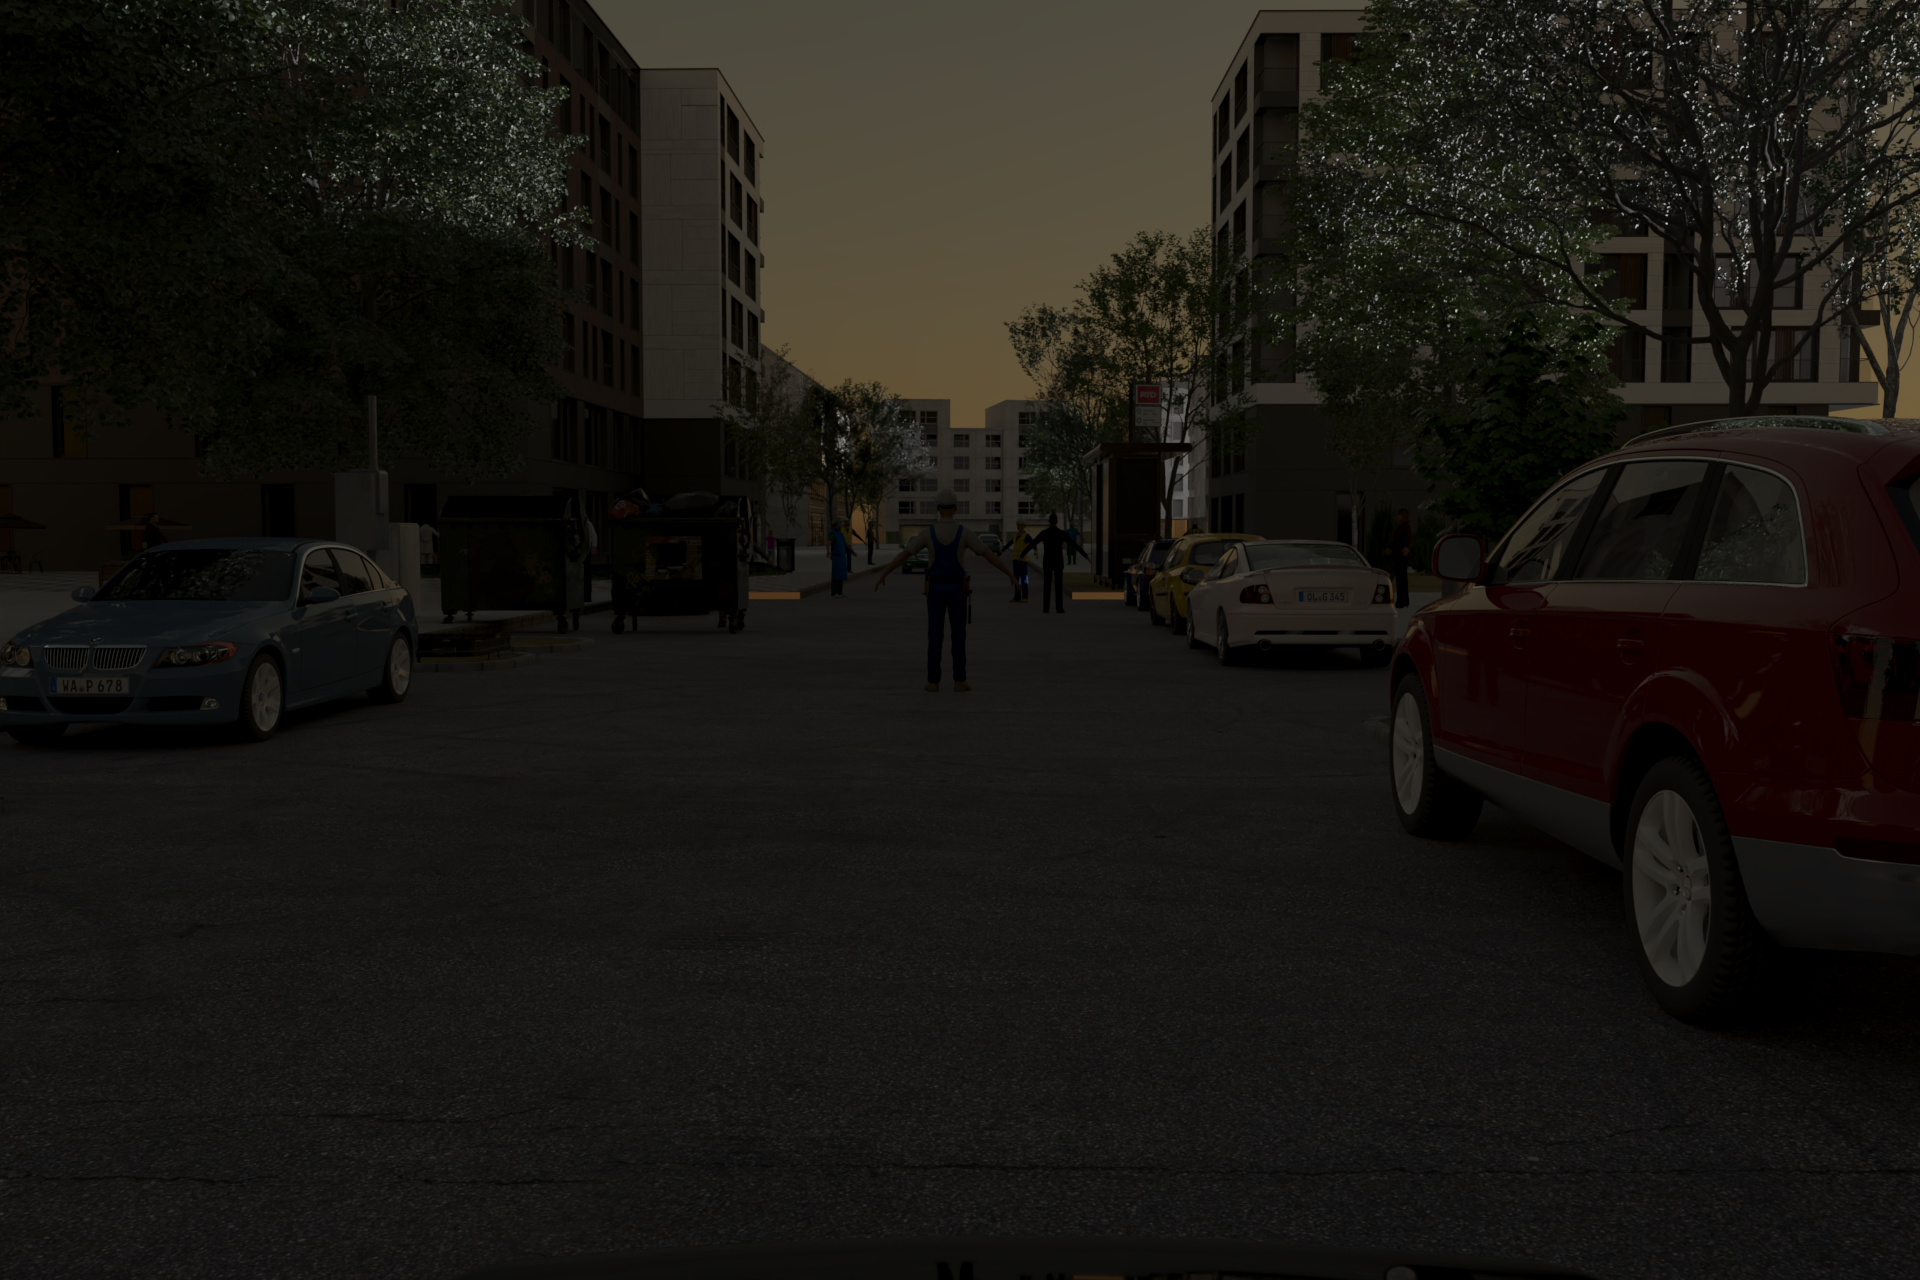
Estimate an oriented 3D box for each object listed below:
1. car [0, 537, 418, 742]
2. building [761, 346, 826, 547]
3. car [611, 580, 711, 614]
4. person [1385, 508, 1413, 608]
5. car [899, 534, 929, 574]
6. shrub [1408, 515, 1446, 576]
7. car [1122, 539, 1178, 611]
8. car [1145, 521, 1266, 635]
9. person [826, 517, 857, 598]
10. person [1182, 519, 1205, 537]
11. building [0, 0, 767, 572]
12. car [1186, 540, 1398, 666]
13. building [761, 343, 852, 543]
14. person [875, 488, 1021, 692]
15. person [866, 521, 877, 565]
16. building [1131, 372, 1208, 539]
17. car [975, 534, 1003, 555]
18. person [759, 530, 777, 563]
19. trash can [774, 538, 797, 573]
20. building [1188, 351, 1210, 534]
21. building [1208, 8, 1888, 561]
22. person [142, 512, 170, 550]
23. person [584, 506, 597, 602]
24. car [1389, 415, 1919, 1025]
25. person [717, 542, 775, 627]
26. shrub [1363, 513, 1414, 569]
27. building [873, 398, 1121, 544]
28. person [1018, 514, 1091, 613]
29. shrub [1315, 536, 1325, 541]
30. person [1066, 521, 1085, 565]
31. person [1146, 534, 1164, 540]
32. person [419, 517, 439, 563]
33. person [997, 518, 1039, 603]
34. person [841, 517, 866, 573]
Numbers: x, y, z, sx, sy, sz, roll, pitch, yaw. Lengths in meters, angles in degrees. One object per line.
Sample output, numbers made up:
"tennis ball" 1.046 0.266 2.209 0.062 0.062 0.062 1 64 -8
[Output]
"car" -5.624 -0.088 13.445 2.014 1.417 4.499 0 4 1
"building" -24.216 -21.445 181.555 19.493 23.208 18.063 0 4 1
"car" -5.291 -1.365 32.109 2.009 1.686 4.222 0 4 1
"person" 7.580 -1.418 29.991 0.721 1.729 1.215 0 4 -1
"car" -1.168 -3.175 63.709 2.131 1.459 4.920 0 4 1
"shrub" 14.576 -3.006 53.562 1.690 2.028 1.600 0 3 0
"car" 4.163 -1.282 33.535 1.945 1.354 3.894 0 3 0
"car" 3.851 -0.966 26.013 2.015 1.641 3.980 0 4 0
"person" -2.726 -1.864 39.053 0.704 1.817 1.347 2 4 23
"person" 9.076 -3.738 66.884 1.354 1.858 0.705 1 4 15
"building" -24.574 -14.105 74.588 27.936 21.610 32.646 0 4 2
"car" 3.769 -0.479 20.191 2.083 1.381 4.827 0 4 1
"building" -22.808 -22.772 203.244 19.493 23.208 18.063 0 4 2
"person" -0.118 -0.459 15.819 1.347 1.847 0.705 0 4 3
"person" -3.715 -4.059 72.493 0.705 1.813 1.348 -1 4 -16
"building" 24.861 -21.142 202.097 16.016 20.090 11.380 0 4 1
"car" 1.917 -6.446 117.395 2.014 1.417 4.499 0 4 0
"person" -6.356 -3.008 58.452 0.991 1.433 0.599 1 4 20
"trash can" -5.786 -2.806 57.523 0.748 1.137 0.748 0 3 0
"building" 28.896 -19.756 179.429 16.016 20.090 11.380 0 4 1
"building" 25.780 -14.686 84.087 27.936 21.610 32.646 0 4 1
"person" -19.764 -2.227 42.542 0.704 1.812 1.346 0 4 2
"person" -7.125 -1.620 32.650 0.704 1.810 1.344 -3 4 -38
"car" 3.109 0.128 6.586 2.281 1.827 5.304 0 4 1
"person" -3.536 -1.097 26.657 1.348 1.796 0.705 -1 4 -13
"shrub" 13.794 -3.156 55.646 1.661 2.075 1.752 0 3 0
"building" 4.745 -22.355 234.425 31.486 18.905 16.747 -1 4 -8
"person" 1.700 -1.395 31.494 1.346 1.802 0.704 1 4 11
"shrub" 11.752 -2.792 56.761 1.383 1.207 1.383 0 3 0
"person" 4.629 -4.026 71.959 1.347 1.817 0.704 -1 4 -23
"person" 7.956 -4.066 72.660 1.347 1.806 0.705 -1 4 -12
"person" -16.895 -2.974 54.806 1.347 1.806 0.705 -1 4 -20
"person" 1.217 -1.676 36.325 0.721 1.772 1.216 -3 5 -43
"person" -3.750 -3.131 57.155 1.349 1.833 0.705 -2 4 -24
